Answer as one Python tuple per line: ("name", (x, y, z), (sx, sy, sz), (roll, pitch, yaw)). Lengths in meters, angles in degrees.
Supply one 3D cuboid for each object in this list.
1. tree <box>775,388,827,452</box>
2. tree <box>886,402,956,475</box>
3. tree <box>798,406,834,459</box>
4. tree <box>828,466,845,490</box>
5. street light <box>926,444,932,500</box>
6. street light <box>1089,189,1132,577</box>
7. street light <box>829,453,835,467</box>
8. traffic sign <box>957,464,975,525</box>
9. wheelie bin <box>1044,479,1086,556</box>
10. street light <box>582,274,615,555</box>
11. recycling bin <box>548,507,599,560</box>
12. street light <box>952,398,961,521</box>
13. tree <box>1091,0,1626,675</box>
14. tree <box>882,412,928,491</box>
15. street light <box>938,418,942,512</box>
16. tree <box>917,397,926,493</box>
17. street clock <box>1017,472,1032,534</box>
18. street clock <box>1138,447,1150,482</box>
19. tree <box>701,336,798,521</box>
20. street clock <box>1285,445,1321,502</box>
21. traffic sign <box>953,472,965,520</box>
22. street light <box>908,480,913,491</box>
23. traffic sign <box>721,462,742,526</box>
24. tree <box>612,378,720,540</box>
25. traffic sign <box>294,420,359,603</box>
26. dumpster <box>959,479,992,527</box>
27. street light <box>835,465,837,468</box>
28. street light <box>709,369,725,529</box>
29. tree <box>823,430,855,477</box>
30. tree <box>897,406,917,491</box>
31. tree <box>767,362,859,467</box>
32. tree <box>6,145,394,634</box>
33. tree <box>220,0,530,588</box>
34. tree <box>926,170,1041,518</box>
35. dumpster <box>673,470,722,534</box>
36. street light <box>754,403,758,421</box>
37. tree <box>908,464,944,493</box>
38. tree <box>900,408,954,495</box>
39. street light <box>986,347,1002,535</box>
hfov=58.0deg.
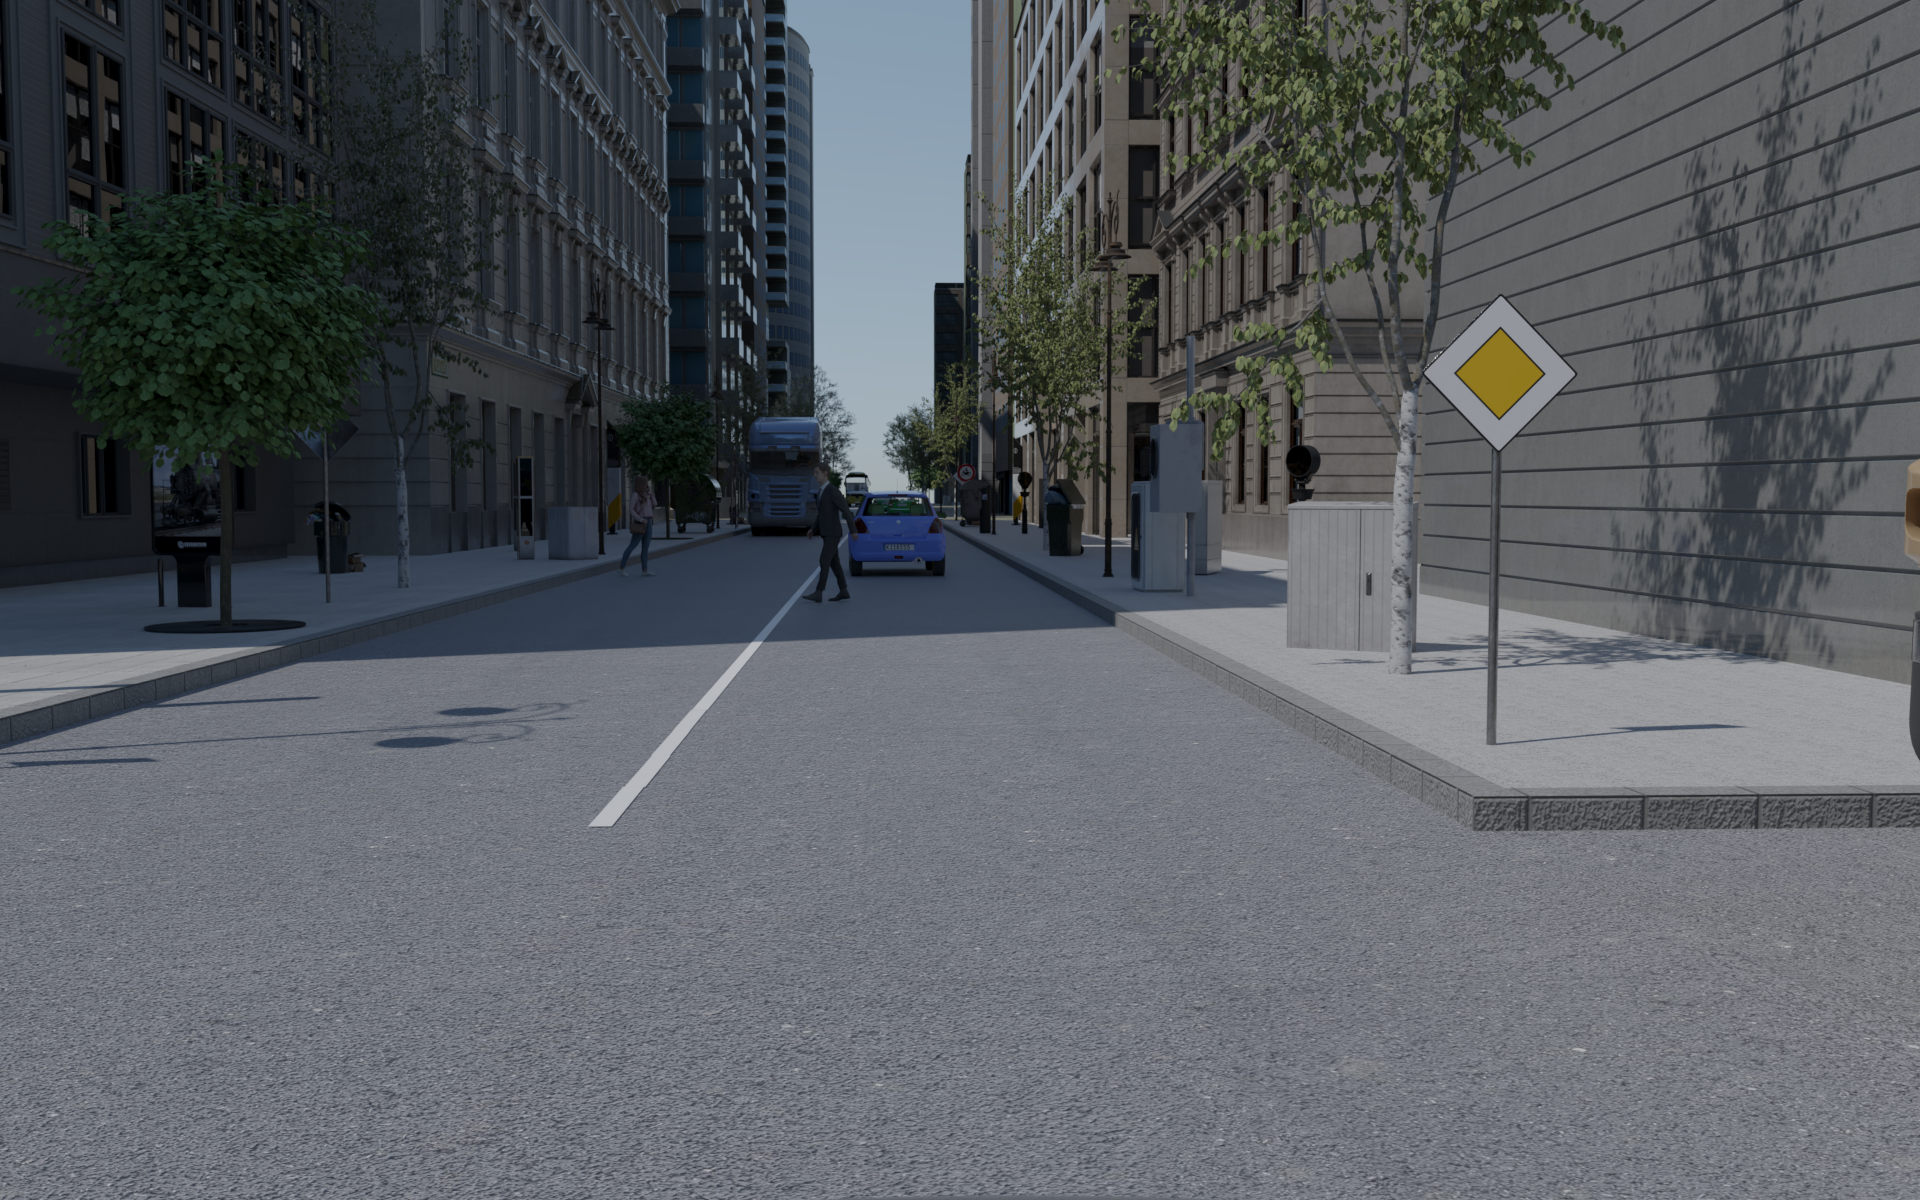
("tree", (-11.668, -10.417, 120.672), (4.737, 8.622, 4.395), (0, 3, 0))
("tree", (-4.033, -14.786, 176.165), (7.601, 10.594, 8.767), (-1, 4, -20))
("tree", (-12.835, -11.933, 145.472), (4.360, 8.622, 3.978), (0, 3, 0))
("tree", (-15.215, -13.507, 204.547), (4.285, 4.588, 4.351), (0, 3, 0))
("street light", (-2.355, -9.743, 132.081), (0.468, 5.910, 1.993), (0, 4, -3))
("street light", (2.296, -3.295, 26.667), (0.468, 5.910, 1.993), (0, 4, -3))
("street light", (-14.784, -13.687, 196.565), (0.468, 5.910, 1.993), (0, 4, -3))
("traffic sign", (0.267, -4.426, 72.469), (0.768, 2.556, 0.104), (0, 4, 4))
("wheelie bin", (2.153, -1.714, 35.940), (0.693, 1.594, 0.980), (2, 4, 33))
("street light", (-7.589, -3.897, 36.500), (0.468, 5.910, 1.993), (0, 4, -3))
("recycling bin", (-7.601, -1.314, 34.031), (0.722, 1.027, 0.722), (3, 5, 41))
("street light", (-0.174, -6.771, 83.500), (0.468, 5.910, 1.993), (0, 4, -3))
("tree", (3.085, -3.790, 12.336), (4.737, 8.622, 4.395), (0, 3, 0))
("tree", (-6.402, -18.025, 220.461), (9.928, 11.665, 9.643), (0, 3, 0))
("street light", (-1.135, -7.983, 103.314), (0.468, 5.910, 1.993), (0, 4, -3))
("tree", (2.173, -5.795, 45.111), (4.737, 8.622, 4.395), (0, 3, 0))
("street clock", (2.089, -3.137, 55.862), (0.471, 2.002, 0.358), (0, 4, 5))
("street clock", (2.930, -1.358, 26.771), (0.358, 2.002, 0.471), (-1, 4, -15))
("tree", (-9.978, -7.969, 80.654), (4.360, 8.622, 3.978), (0, 3, 0))
("street clock", (5.056, -1.284, 25.570), (0.358, 2.002, 0.471), (-3, 5, -45))
("traffic sign", (0.092, -4.387, 72.916), (0.795, 2.450, 0.064), (0, 4, 1))
("street light", (-7.211, -16.520, 242.891), (0.468, 5.910, 1.993), (0, 4, -3))
("traffic sign", (-9.307, -4.317, 70.585), (0.884, 2.594, 0.081), (0, 4, 5))
("tree", (-8.287, -4.006, 49.219), (4.285, 4.588, 4.351), (0, 3, 0))
("traffic sign", (-7.429, -1.170, 20.307), (0.795, 2.450, 0.064), (0, 4, 3))
("dumpster", (0.608, -3.821, 68.226), (1.264, 1.857, 1.865), (0, 4, -2))
("street light", (-16.096, -15.421, 224.926), (0.468, 5.910, 1.993), (0, 4, -3))
("street light", (-8.976, -5.582, 64.061), (0.468, 5.910, 1.993), (0, 4, -3))
("tree", (-17.840, -18.567, 237.976), (7.601, 10.594, 8.767), (-3, 5, -44))
("tree", (-0.431, -8.750, 93.422), (4.737, 8.622, 4.395), (0, 3, 0))
("tree", (-14.038, -15.251, 159.722), (12.009, 13.543, 11.850), (0, 3, 0))
("tree", (-7.086, -1.999, 16.402), (4.285, 4.588, 4.351), (0, 3, 0))
("tree", (-7.654, -4.457, 23.238), (4.360, 8.622, 3.978), (0, 3, 0))
("tree", (2.103, -5.439, 39.294), (4.737, 8.622, 4.395), (0, 3, 0))
("dumpster", (-8.684, -3.336, 57.039), (1.502, 2.255, 1.985), (0, 4, -2))
("street light", (-9.961, -6.900, 85.600), (0.468, 5.910, 1.993), (0, 4, -3))
("tree", (-3.285, -11.227, 167.279), (4.285, 4.588, 4.351), (0, 3, 0))
("tree", (-2.777, -11.971, 146.085), (4.360, 8.622, 3.978), (0, 3, 0))
("street light", (1.070, -5.005, 54.614), (0.468, 5.910, 1.993), (0, 4, -3))
